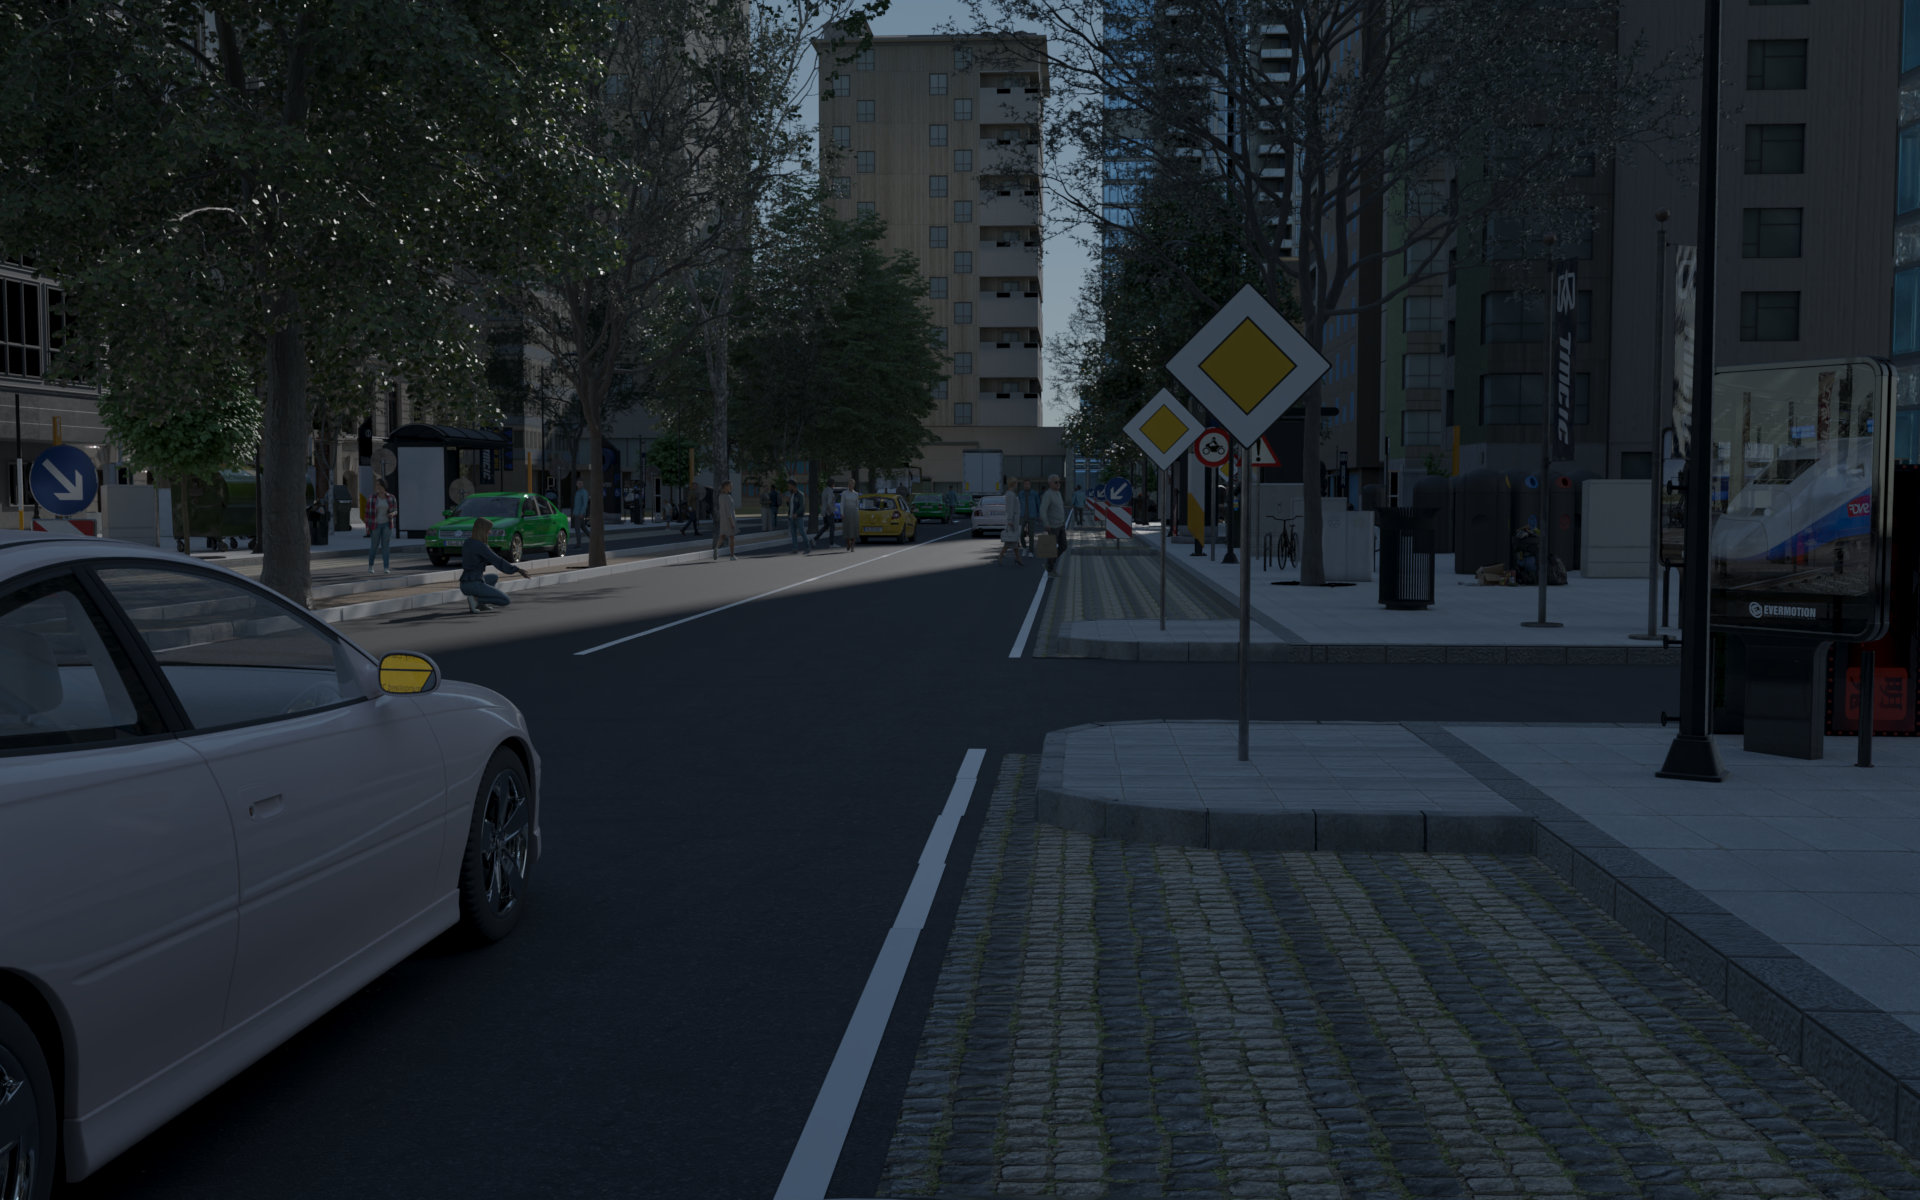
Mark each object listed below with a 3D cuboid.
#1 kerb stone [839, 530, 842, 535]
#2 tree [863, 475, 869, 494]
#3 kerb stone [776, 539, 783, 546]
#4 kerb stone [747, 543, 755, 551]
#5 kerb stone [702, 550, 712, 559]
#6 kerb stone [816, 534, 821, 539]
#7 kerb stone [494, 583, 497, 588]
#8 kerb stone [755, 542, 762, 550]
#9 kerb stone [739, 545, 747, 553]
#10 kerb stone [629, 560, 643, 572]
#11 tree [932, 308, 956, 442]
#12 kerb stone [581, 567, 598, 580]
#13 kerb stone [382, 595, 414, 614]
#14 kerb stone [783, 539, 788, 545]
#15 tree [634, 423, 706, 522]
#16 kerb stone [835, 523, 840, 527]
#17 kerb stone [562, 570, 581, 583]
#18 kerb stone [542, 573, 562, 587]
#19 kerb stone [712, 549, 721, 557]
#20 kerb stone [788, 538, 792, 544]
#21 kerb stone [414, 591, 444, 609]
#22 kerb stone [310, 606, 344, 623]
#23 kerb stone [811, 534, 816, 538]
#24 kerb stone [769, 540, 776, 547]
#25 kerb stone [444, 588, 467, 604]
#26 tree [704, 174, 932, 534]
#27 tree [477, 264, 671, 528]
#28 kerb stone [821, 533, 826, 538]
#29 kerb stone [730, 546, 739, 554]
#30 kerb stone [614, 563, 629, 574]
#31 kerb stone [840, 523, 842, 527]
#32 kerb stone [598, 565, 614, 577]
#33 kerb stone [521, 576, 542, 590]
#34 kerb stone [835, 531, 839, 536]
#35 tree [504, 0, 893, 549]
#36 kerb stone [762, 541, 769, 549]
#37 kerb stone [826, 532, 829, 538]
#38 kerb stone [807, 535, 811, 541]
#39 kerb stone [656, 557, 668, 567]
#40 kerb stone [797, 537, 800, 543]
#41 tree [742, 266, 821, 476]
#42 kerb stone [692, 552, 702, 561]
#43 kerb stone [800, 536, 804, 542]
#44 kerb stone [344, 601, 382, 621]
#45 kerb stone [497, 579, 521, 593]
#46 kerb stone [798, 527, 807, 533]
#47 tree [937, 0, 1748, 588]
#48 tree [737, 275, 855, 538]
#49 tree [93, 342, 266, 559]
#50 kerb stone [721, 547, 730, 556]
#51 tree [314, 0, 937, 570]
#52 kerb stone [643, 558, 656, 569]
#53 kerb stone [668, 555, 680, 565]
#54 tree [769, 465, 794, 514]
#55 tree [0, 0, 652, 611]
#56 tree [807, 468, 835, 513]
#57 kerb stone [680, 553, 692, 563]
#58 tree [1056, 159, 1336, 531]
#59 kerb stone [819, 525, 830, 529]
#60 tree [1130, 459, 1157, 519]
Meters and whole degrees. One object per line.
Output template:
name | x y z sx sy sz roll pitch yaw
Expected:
kerb stone | -4.257 -2.306 59.930 0.120 0.150 1.000 0 4 4
tree | -7.717 -9.656 152.474 1.663 3.219 1.824 0 3 0
kerb stone | -5.094 -1.556 47.630 0.120 0.150 1.000 0 4 4
kerb stone | -5.384 -1.304 43.551 0.120 0.150 1.000 0 4 4
kerb stone | -5.726 -0.993 38.437 0.120 0.150 1.000 0 4 4
kerb stone | -4.615 -1.994 54.796 0.120 0.150 1.000 0 4 4
kerb stone | -6.712 -0.116 24.116 0.120 0.150 1.000 0 4 4
kerb stone | -5.315 -1.367 44.570 0.120 0.150 1.000 0 4 4
kerb stone | -5.443 -1.244 42.527 0.120 0.150 1.000 0 4 4
kerb stone | -6.149 -0.618 32.300 0.120 0.150 1.000 0 4 4
tree | -4.390 -9.220 71.332 7.486 12.596 7.792 0 3 0
kerb stone | -6.354 -0.430 29.232 0.120 0.150 1.000 0 4 4
kerb stone | -6.918 0.074 21.051 0.120 0.150 1.000 0 4 4
kerb stone | -5.033 -1.614 48.651 0.120 0.150 1.000 0 4 4
tree | -13.312 -5.909 80.321 4.285 4.588 4.351 0 3 0
kerb stone | -5.377 -3.193 74.394 0.120 0.150 1.000 0 4 4
kerb stone | -6.424 -0.368 28.204 0.120 0.150 1.000 0 4 4
kerb stone | -6.495 -0.305 27.181 0.120 0.150 1.000 0 4 4
kerb stone | -5.658 -1.056 39.459 0.120 0.150 1.000 0 4 4
kerb stone | -4.963 -1.676 49.671 0.120 0.150 1.000 0 4 4
kerb stone | -6.846 0.008 22.071 0.120 0.150 1.000 0 4 4
kerb stone | -7.059 0.195 19.004 0.120 0.150 1.000 0 4 4
kerb stone | -4.681 -1.932 53.775 0.120 0.150 1.000 0 4 4
kerb stone | -5.169 -1.489 46.611 0.120 0.150 1.000 0 4 4
kerb stone | -6.774 -0.055 23.096 0.120 0.150 1.000 0 4 4
tree | -5.300 -8.628 61.646 7.486 12.596 7.792 0 3 0
tree | -14.543 -7.930 64.061 8.767 10.594 7.601 1 4 18
kerb stone | -4.548 -2.055 55.816 0.120 0.150 1.000 0 4 4
kerb stone | -5.519 -1.181 41.500 0.120 0.150 1.000 0 4 4
kerb stone | -6.217 -0.555 31.277 0.120 0.150 1.000 0 4 4
kerb stone | -5.310 -3.253 75.414 0.120 0.150 1.000 0 4 4
kerb stone | -6.289 -0.493 30.257 0.120 0.150 1.000 0 4 4
kerb stone | -6.568 -0.240 26.162 0.120 0.150 1.000 0 4 4
kerb stone | -4.341 -2.237 58.895 0.120 0.150 1.000 0 4 4
tree | -7.374 -11.438 45.359 12.611 20.169 13.585 0 3 0
kerb stone | -5.236 -1.431 45.590 0.120 0.150 1.000 0 4 4
kerb stone | -4.472 -2.115 56.843 0.120 0.150 1.000 0 4 4
kerb stone | -4.754 -1.869 52.756 0.120 0.150 1.000 0 4 4
kerb stone | -6.013 -0.743 34.340 0.120 0.150 1.000 0 4 4
kerb stone | -4.889 -1.743 50.700 0.120 0.150 1.000 0 4 4
tree | -12.371 -11.315 91.655 9.857 13.997 8.962 0 3 0
kerb stone | -5.801 -0.931 37.412 0.120 0.150 1.000 0 4 4
kerb stone | -4.823 -1.802 51.736 0.120 0.150 1.000 0 4 4
kerb stone | -6.977 0.133 20.024 0.120 0.150 1.000 0 4 4
kerb stone | -6.633 -0.179 25.140 0.120 0.150 1.000 0 4 4
kerb stone | -6.010 -2.629 65.187 0.120 0.150 1.000 0 4 4
tree | 4.805 -6.936 23.776 12.009 13.543 11.850 0 3 0
tree | -5.432 -6.287 55.616 4.360 8.622 3.978 0 3 0
tree | -15.390 -3.098 34.372 4.285 4.588 4.351 0 3 0
kerb stone | -5.594 -1.114 40.479 0.120 0.150 1.000 0 4 4
tree | -6.892 -7.318 32.476 12.009 13.543 11.850 0 3 0
kerb stone | -6.080 -0.680 33.320 0.120 0.150 1.000 0 4 4
kerb stone | -5.938 -0.806 35.368 0.120 0.150 1.000 0 4 4
tree | -11.319 -7.052 109.906 1.663 3.219 1.824 0 3 0
tree | -8.008 -6.795 20.208 9.857 13.997 8.962 0 3 0
tree | -9.969 -7.613 119.068 1.663 3.219 1.824 0 3 0
kerb stone | -5.864 -0.868 36.391 0.120 0.150 1.000 0 4 4
tree | 8.106 -8.714 59.488 9.611 12.733 9.660 0 3 0
kerb stone | -5.590 -3.003 71.316 0.120 0.150 1.000 0 4 4
tree | 9.598 -5.670 87.306 1.663 3.219 1.824 0 3 0
